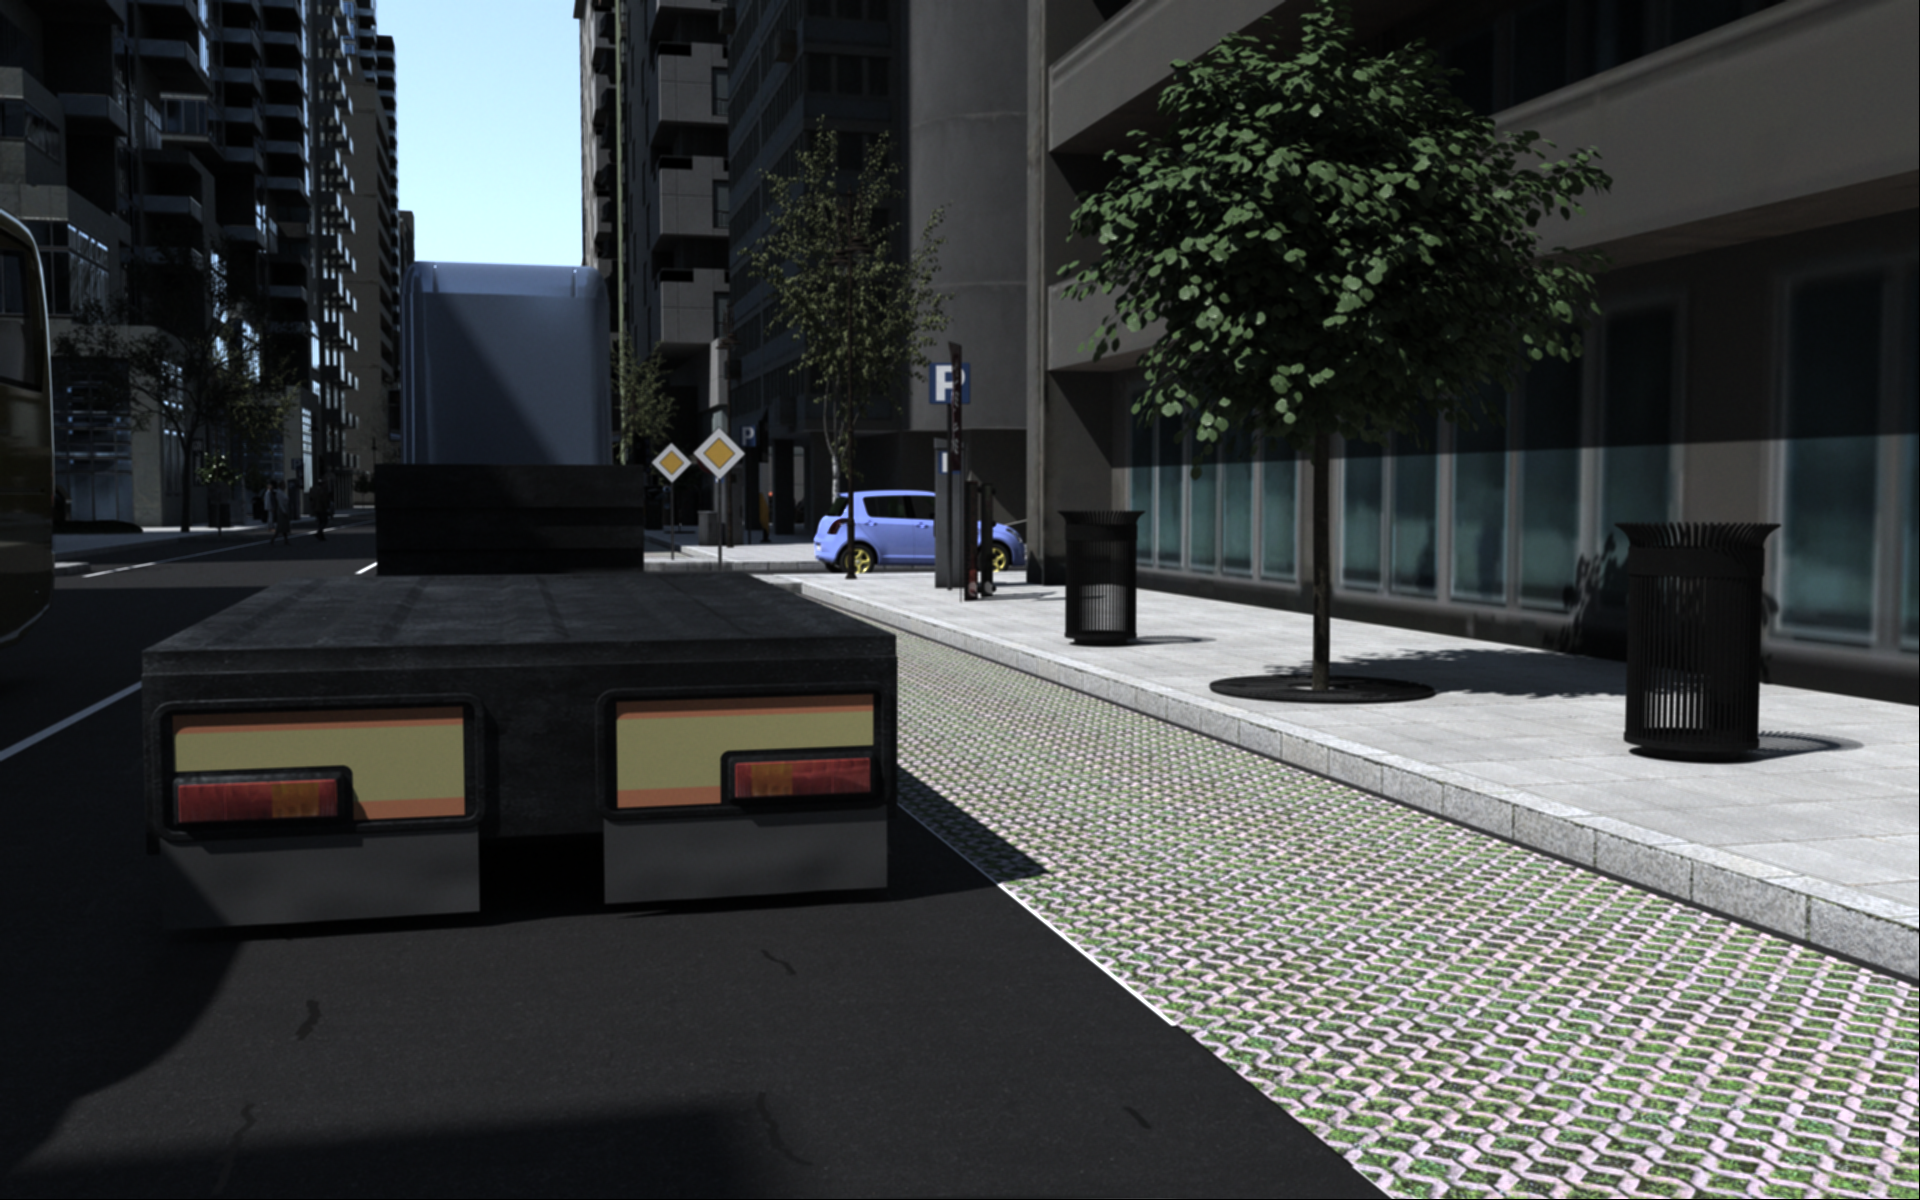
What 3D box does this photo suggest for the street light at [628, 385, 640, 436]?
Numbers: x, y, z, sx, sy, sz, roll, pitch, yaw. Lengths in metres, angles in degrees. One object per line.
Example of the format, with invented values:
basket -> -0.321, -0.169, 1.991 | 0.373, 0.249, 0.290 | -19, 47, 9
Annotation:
street light -> -13.801, -6.154, 73.408 | 0.468, 5.910, 1.993 | -1, 4, -14

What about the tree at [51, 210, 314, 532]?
tree -> -25.977, -7.537, 57.635 | 8.767, 10.594, 7.601 | -1, 4, -21

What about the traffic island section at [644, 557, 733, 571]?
traffic island section -> -5.579, -0.702, 33.757 | 2.009, 0.180, 2.903 | -1, 4, -14

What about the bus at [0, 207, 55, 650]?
bus -> -6.648, -0.972, 7.447 | 2.896, 3.916, 12.252 | -1, 4, -16

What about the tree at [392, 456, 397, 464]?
tree -> -61.060, -14.805, 192.423 | 4.737, 8.622, 4.395 | 0, 3, 0

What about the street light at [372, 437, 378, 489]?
street light -> -46.322, -10.048, 137.071 | 0.468, 5.910, 1.993 | -1, 4, -14

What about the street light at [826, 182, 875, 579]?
street light -> -1.647, -3.257, 26.035 | 0.468, 5.910, 1.993 | -1, 4, -14

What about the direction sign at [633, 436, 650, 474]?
direction sign -> -12.471, -4.640, 67.854 | 0.379, 3.537, 0.876 | 3, 4, 37

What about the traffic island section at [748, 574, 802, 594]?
traffic island section -> -3.582, -0.229, 26.025 | 2.009, 0.180, 2.903 | -1, 4, -14

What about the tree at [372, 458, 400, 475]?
tree -> -51.905, -10.643, 157.719 | 4.285, 4.588, 4.351 | 0, 3, 0

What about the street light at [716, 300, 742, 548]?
street light -> -5.513, -4.196, 41.387 | 0.468, 5.910, 1.993 | -1, 4, -14

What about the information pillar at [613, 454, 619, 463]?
information pillar -> -20.183, -6.732, 101.422 | 0.504, 3.616, 0.183 | -3, 5, -40

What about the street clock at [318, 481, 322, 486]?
street clock -> -36.269, -5.740, 98.426 | 0.471, 2.002, 0.358 | 3, 5, 44

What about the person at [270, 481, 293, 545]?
person -> -18.979, -2.424, 48.360 | 0.641, 1.798, 0.478 | 0, 4, 8

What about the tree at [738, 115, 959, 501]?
tree -> -2.269, -5.160, 34.736 | 4.737, 8.622, 4.395 | 0, 3, 0

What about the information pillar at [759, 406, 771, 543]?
information pillar -> -5.182, -3.330, 45.808 | 0.183, 3.616, 0.504 | 1, 4, 15

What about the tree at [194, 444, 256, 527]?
tree -> -28.481, -4.419, 66.849 | 1.663, 3.219, 1.824 | 0, 3, 0

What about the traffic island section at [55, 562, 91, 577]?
traffic island section -> -16.804, -0.526, 30.874 | 2.009, 0.180, 2.903 | -1, 4, -14

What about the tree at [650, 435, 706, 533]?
tree -> -9.088, -3.802, 56.761 | 1.663, 3.219, 1.824 | 0, 3, 0

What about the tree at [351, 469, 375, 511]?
tree -> -45.228, -8.375, 131.525 | 1.663, 3.219, 1.824 | 0, 3, 0

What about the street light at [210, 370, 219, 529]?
street light -> -27.517, -5.586, 64.116 | 0.468, 5.910, 1.993 | -1, 4, -14

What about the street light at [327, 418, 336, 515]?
street light -> -37.916, -8.063, 104.620 | 0.468, 5.910, 1.993 | -1, 4, -14

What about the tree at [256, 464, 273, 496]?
tree -> -40.024, -6.335, 98.178 | 1.663, 3.219, 1.824 | 0, 3, 0

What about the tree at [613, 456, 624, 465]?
tree -> -17.175, -5.636, 86.748 | 1.663, 3.219, 1.824 | 0, 3, 0

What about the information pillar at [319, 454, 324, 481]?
information pillar -> -37.556, -6.761, 101.890 | 0.183, 3.616, 0.504 | 0, 4, 4

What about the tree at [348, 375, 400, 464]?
tree -> -57.541, -16.357, 177.802 | 12.009, 13.543, 11.850 | 0, 3, 0

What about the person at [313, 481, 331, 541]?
person -> -19.602, -2.740, 53.217 | 0.656, 1.842, 0.836 | 0, 4, 5

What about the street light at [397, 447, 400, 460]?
street light -> -54.657, -12.006, 169.080 | 0.468, 5.910, 1.993 | -1, 4, -14

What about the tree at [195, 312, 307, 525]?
tree -> -29.199, -7.377, 70.975 | 4.737, 8.622, 4.395 | 0, 3, 0

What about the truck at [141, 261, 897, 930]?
truck -> -3.797, -1.524, 14.670 | 2.967, 4.110, 18.799 | -1, 4, -15

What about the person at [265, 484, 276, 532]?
person -> -26.276, -3.506, 66.005 | 0.419, 1.800, 0.721 | -2, 4, -31

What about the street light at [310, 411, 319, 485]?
street light -> -36.015, -7.582, 96.761 | 0.468, 5.910, 1.993 | -1, 4, -14

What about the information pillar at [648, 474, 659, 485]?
information pillar -> -11.159, -3.582, 63.060 | 0.304, 2.012, 0.304 | -3, 4, -36

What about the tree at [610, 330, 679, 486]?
tree -> -14.371, -7.763, 77.295 | 4.737, 8.622, 4.395 | 0, 3, 0

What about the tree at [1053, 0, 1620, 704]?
tree -> 2.306, -1.683, 11.226 | 4.285, 4.588, 4.351 | 0, 3, 0

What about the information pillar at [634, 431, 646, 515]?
information pillar -> -11.868, -4.456, 64.207 | 0.183, 3.616, 0.504 | 3, 5, 44

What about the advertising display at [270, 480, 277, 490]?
advertising display -> -31.950, -4.617, 80.695 | 0.123, 1.923, 0.974 | -2, 4, -32

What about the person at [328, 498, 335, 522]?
person -> -32.074, -4.599, 88.370 | 0.352, 1.250, 0.332 | 0, 4, 3
